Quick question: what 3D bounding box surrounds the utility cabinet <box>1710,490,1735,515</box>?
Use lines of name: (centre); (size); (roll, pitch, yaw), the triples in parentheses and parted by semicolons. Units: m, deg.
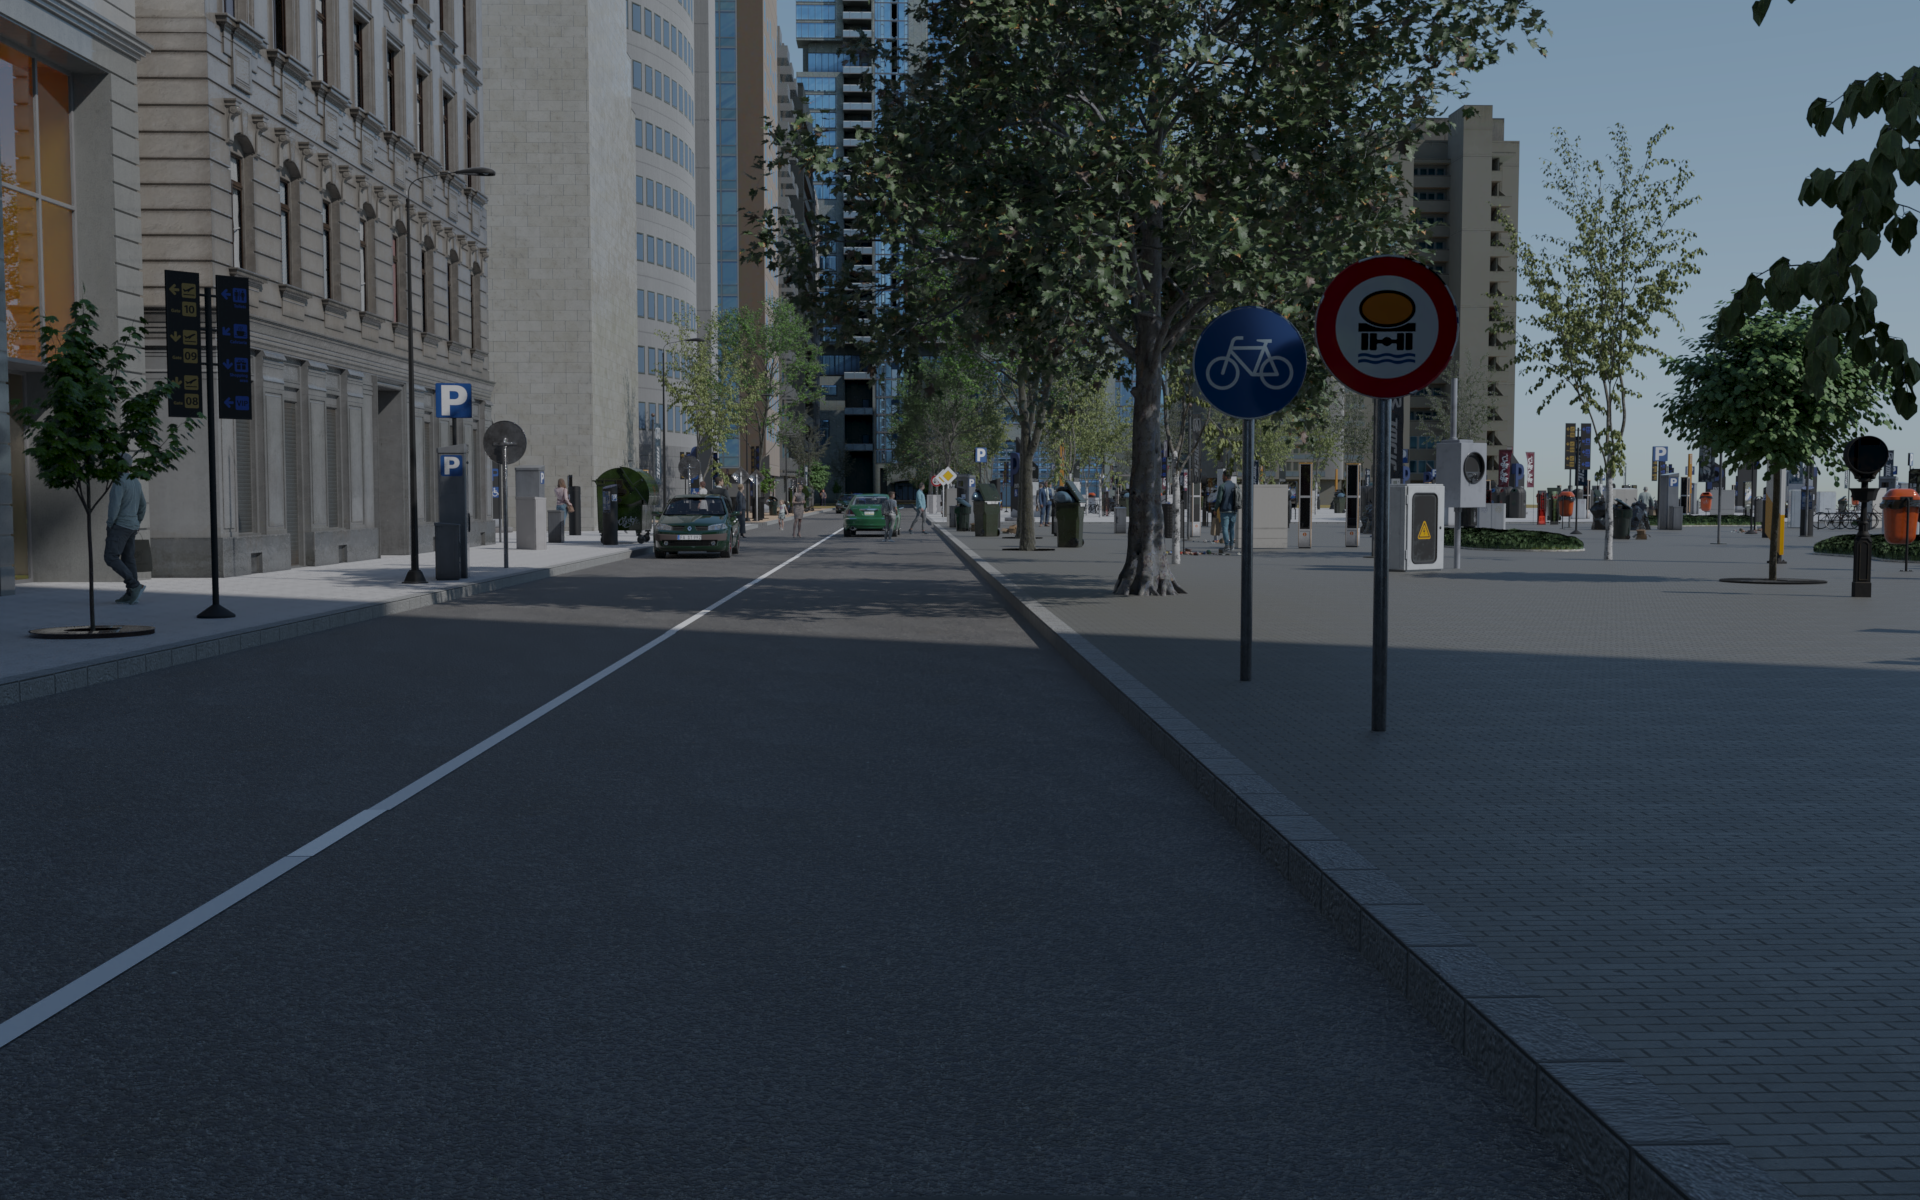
utility cabinet: (40.082, -5.039, 91.062); (1.173, 1.500, 0.318); (2, 4, 25)

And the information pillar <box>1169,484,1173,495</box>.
information pillar: (15.182, -7.315, 124.099); (0.304, 2.012, 0.304); (0, 4, -4)

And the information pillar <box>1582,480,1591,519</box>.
information pillar: (32.549, -5.229, 89.988); (0.304, 2.012, 0.304); (3, 5, 44)

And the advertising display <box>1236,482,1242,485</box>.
advertising display: (14.718, -5.193, 90.122); (0.974, 1.923, 0.123); (2, 4, 25)

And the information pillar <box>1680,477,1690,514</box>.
information pillar: (30.879, -4.238, 73.782); (0.304, 2.012, 0.304); (3, 5, 39)

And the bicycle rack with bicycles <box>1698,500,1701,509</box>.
bicycle rack with bicycles: (64.600, -8.401, 150.741); (2.852, 0.926, 2.925); (-1, 4, -15)

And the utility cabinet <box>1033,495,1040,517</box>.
utility cabinet: (3.957, -5.222, 96.540); (1.020, 1.237, 0.306); (-1, 4, -22)

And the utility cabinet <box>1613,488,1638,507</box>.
utility cabinet: (25.188, -3.499, 65.891); (1.173, 1.500, 0.318); (-1, 4, -18)

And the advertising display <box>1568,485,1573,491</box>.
advertising display: (44.891, -7.476, 127.453); (0.123, 1.923, 0.974); (2, 4, 32)

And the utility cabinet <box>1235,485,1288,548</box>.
utility cabinet: (7.053, -1.949, 40.545); (1.173, 1.500, 0.318); (0, 4, -5)

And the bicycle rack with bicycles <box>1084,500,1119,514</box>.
bicycle rack with bicycles: (8.938, -6.075, 112.703); (2.852, 0.926, 2.925); (-2, 4, -34)

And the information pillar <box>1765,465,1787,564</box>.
information pillar: (15.086, -2.485, 31.983); (0.183, 3.616, 0.504); (0, 4, -8)

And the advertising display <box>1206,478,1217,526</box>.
advertising display: (10.050, -3.848, 68.133); (0.123, 1.923, 0.974); (-3, 4, -36)

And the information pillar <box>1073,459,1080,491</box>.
information pillar: (7.887, -7.692, 117.118); (0.504, 3.616, 0.183); (-2, 4, -30)

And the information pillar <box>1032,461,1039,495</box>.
information pillar: (5.223, -7.921, 120.866); (0.504, 3.616, 0.183); (0, 4, -4)

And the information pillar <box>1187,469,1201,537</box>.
information pillar: (6.933, -2.866, 51.350); (0.304, 2.012, 0.304); (-2, 4, -27)

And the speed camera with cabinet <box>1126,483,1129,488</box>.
speed camera with cabinet: (12.835, -8.281, 129.732); (0.660, 3.252, 2.038); (1, 4, 12)

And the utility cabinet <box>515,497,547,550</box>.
utility cabinet: (-9.931, -1.771, 40.121); (0.306, 1.237, 1.020); (-3, 5, -40)

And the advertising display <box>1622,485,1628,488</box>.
advertising display: (47.638, -7.259, 123.904); (0.123, 1.923, 0.974); (-1, 4, -12)

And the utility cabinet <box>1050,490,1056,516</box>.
utility cabinet: (5.483, -5.441, 97.643); (0.318, 1.500, 1.173); (-2, 4, -27)

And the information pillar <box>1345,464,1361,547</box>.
information pillar: (9.478, -2.280, 41.767); (0.304, 2.012, 0.304); (1, 4, 22)

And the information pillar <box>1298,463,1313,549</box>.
information pillar: (8.137, -2.221, 40.801); (0.304, 2.012, 0.304); (1, 4, 14)

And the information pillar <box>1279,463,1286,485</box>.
information pillar: (23.107, -8.128, 124.252); (0.504, 3.616, 0.183); (0, 4, -5)

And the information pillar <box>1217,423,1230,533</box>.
information pillar: (8.582, -4.011, 56.928); (0.183, 3.616, 0.504); (-1, 4, -15)

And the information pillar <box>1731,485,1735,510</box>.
information pillar: (60.731, -8.037, 135.899); (0.304, 2.012, 0.304); (0, 4, -5)

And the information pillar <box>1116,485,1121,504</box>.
information pillar: (12.261, -7.916, 133.912); (0.304, 2.012, 0.304); (-2, 4, -33)

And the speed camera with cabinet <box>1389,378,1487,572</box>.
speed camera with cabinet: (7.986, -2.128, 29.136); (2.038, 3.252, 0.660); (-2, 4, -35)

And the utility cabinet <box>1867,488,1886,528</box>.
utility cabinet: (34.233, -3.433, 64.811); (1.173, 1.500, 0.318); (-3, 5, -40)

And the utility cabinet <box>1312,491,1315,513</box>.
utility cabinet: (23.043, -6.455, 114.214); (1.173, 1.500, 0.318); (-3, 4, -38)

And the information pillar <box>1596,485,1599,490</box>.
information pillar: (53.927, -8.668, 146.209); (0.304, 2.012, 0.304); (-2, 4, -30)

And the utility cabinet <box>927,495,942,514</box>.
utility cabinet: (-1.793, -6.734, 121.266); (1.020, 1.237, 0.306); (0, 4, 7)

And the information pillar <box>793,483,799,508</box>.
information pillar: (-11.081, -6.884, 117.048); (0.304, 2.012, 0.304); (2, 4, 32)

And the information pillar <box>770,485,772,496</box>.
information pillar: (-13.305, -7.117, 120.859); (0.304, 2.012, 0.304); (0, 4, 6)

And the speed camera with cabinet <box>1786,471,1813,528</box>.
speed camera with cabinet: (31.789, -4.368, 65.752); (0.660, 3.252, 2.038); (1, 4, 20)

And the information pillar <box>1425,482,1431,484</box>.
information pillar: (29.412, -6.386, 108.908); (0.304, 2.012, 0.304); (3, 5, 40)

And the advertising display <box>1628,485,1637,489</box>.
advertising display: (47.250, -7.108, 121.427); (0.123, 1.923, 0.974); (3, 4, 37)

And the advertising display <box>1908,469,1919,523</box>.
advertising display: (24.368, -2.344, 43.534); (0.974, 1.923, 0.123); (3, 5, 41)

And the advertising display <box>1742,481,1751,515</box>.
advertising display: (39.933, -5.054, 87.838); (0.123, 1.923, 0.974); (3, 5, 44)

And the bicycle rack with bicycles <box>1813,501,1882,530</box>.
bicycle rack with bicycles: (32.135, -3.000, 62.425); (2.852, 0.926, 2.925); (-3, 4, -39)

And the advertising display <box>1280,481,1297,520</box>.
advertising display: (16.492, -5.003, 87.016); (0.974, 1.923, 0.123); (3, 5, 42)

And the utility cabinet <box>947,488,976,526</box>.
utility cabinet: (0.086, -3.633, 68.074); (1.173, 1.500, 0.318); (1, 4, 12)

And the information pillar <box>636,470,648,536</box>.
information pillar: (-9.697, -2.956, 52.818); (0.304, 2.012, 0.304); (-3, 4, -38)

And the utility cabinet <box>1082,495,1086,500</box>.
utility cabinet: (10.370, -7.931, 140.827); (1.020, 1.237, 0.306); (-1, 4, -15)

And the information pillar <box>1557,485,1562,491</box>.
information pillar: (49.315, -8.446, 142.589); (0.304, 2.012, 0.304); (3, 4, 38)

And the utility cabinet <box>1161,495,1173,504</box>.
utility cabinet: (10.931, -4.916, 91.534); (0.306, 1.237, 1.020); (2, 4, 29)

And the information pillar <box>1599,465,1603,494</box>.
information pillar: (52.351, -9.182, 141.476); (0.183, 3.616, 0.504); (3, 5, 41)

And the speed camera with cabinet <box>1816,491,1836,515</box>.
speed camera with cabinet: (52.841, -6.874, 106.730); (2.038, 3.252, 0.660); (1, 4, 10)

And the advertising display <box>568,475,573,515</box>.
advertising display: (-12.975, -3.209, 57.676); (0.123, 1.923, 0.974); (-1, 4, -15)

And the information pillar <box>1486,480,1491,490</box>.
information pillar: (27.541, -5.266, 90.587); (0.304, 2.012, 0.304); (0, 4, 2)

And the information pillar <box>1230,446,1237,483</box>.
information pillar: (12.879, -5.548, 82.072); (0.504, 3.616, 0.183); (-1, 4, -19)
